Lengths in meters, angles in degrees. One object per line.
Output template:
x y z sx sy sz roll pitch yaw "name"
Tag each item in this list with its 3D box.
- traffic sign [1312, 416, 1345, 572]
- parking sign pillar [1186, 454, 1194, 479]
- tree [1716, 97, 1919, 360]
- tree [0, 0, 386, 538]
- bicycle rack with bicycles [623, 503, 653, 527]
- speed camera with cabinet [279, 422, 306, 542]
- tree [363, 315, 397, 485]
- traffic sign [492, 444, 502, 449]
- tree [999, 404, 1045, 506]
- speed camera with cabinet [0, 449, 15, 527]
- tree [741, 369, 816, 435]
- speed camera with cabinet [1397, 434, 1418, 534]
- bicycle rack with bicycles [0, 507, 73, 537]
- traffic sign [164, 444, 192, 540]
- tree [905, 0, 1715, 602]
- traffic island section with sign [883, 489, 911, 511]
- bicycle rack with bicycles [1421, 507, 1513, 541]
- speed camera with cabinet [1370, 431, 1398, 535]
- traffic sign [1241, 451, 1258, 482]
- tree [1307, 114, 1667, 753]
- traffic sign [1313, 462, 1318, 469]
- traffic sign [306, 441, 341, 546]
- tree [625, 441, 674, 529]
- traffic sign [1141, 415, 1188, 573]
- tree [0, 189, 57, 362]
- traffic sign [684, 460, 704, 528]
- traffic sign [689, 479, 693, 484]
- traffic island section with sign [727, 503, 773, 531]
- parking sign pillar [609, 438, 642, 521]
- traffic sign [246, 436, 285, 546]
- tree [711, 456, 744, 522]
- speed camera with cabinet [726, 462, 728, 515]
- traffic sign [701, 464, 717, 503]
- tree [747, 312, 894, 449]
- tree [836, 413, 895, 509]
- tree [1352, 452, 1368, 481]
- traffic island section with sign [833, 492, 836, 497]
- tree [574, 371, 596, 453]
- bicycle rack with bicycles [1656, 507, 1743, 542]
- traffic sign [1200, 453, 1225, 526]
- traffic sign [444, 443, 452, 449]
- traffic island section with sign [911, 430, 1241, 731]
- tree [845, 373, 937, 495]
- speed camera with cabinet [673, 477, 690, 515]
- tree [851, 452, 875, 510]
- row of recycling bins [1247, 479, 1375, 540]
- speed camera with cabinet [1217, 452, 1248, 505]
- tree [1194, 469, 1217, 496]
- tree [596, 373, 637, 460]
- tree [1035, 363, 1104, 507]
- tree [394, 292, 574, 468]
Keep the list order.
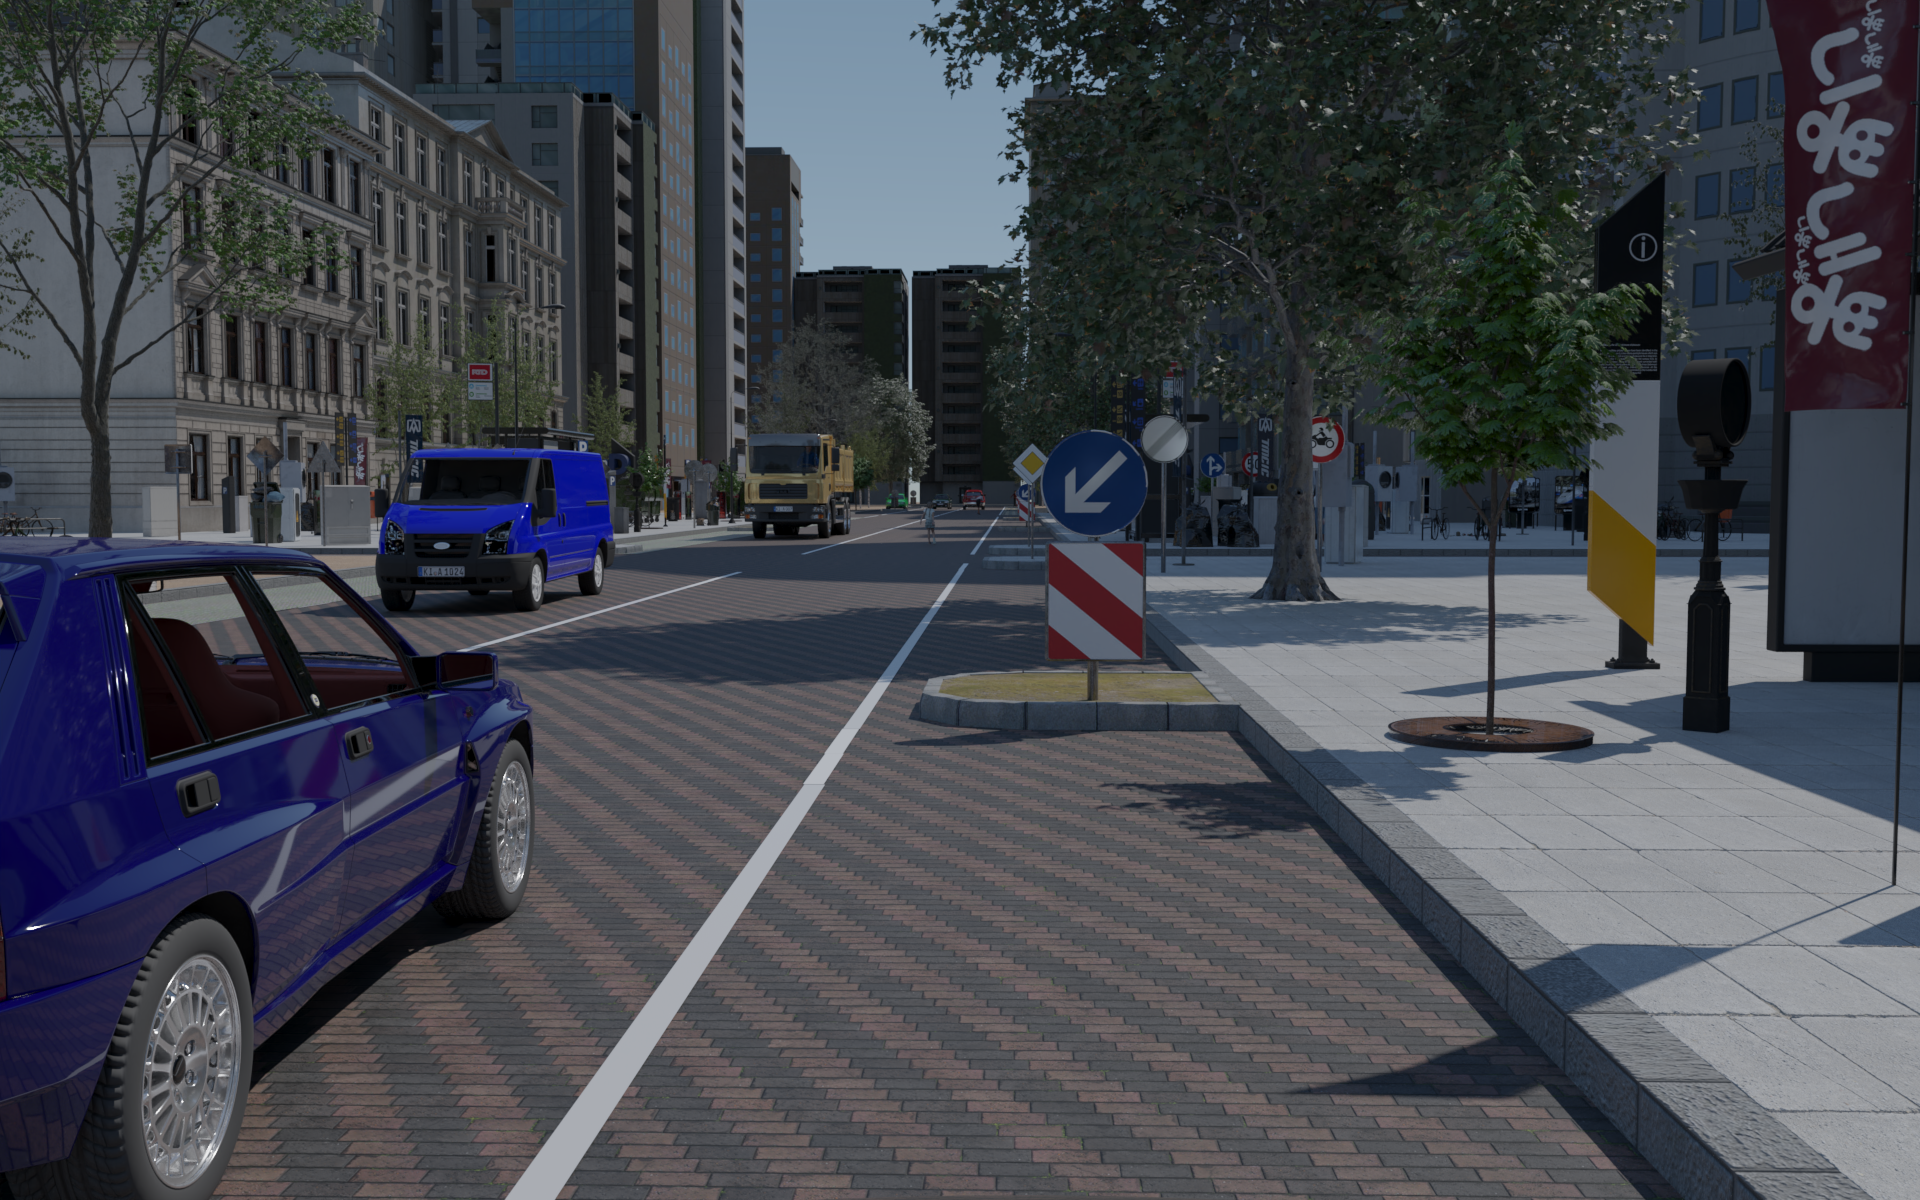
5.907 -1.730 28.397 0.768 2.556 0.104 1 4 9 "traffic sign"
15.395 -7.843 116.708 1.447 3.967 1.447 0 4 -6 "parking sign pillar"
15.144 -4.868 29.955 4.360 8.622 3.978 0 3 0 "tree"
-11.929 -5.999 23.837 9.928 11.665 9.643 0 3 0 "tree"
-13.444 -3.299 67.323 2.925 0.926 2.852 -1 4 -8 "bicycle rack with bicycles"
-18.276 -3.233 47.198 0.660 3.252 2.038 -1 4 -12 "speed camera with cabinet"
-21.905 -7.248 68.872 4.737 8.622 4.395 0 3 0 "tree"
-9.212 -1.889 34.520 0.795 2.450 0.064 0 4 2 "traffic sign"
8.882 -17.065 185.675 9.857 13.997 8.962 0 3 0 "tree"
-31.700 -3.764 55.883 2.038 3.252 0.660 -3 5 -42 "speed camera with cabinet"
-10.439 -9.270 101.920 4.360 8.622 3.978 0 3 0 "tree"
14.215 -3.758 55.786 0.660 3.252 2.038 0 4 2 "speed camera with cabinet"
-26.212 -2.090 47.556 2.852 0.926 2.925 2 4 27 "bicycle rack with bicycles"
-16.069 -2.048 35.614 0.606 2.300 0.079 1 4 9 "traffic sign"
4.156 -6.339 20.656 9.611 12.733 9.660 0 3 0 "tree"
-5.430 -8.398 145.927 1.989 1.847 2.006 0 4 2 "traffic island section with sign"
14.074 -2.130 48.212 2.852 0.926 2.925 2 4 24 "bicycle rack with bicycles"
12.521 -3.632 53.727 2.038 3.252 0.660 -2 4 -34 "speed camera with cabinet"
8.781 -3.158 51.736 0.768 2.556 0.104 0 4 7 "traffic sign"
2.807 -0.873 8.870 1.663 3.219 1.824 0 3 0 "tree"
6.030 -1.732 30.452 0.606 2.300 0.079 1 4 10 "traffic sign"
-15.559 -2.589 42.331 0.884 2.594 0.081 0 4 7 "traffic sign"
-11.556 -4.221 63.608 1.663 3.219 1.824 0 3 0 "tree"
3.318 -1.717 28.180 0.768 2.556 0.104 0 4 3 "traffic sign"
-18.807 -4.943 31.186 4.360 8.622 3.978 0 3 0 "tree"
-9.959 -3.961 64.873 0.768 2.556 0.104 0 4 4 "traffic sign"
-14.230 -5.683 93.029 0.768 2.556 0.104 0 4 8 "traffic sign"
-7.893 -3.579 67.145 1.989 1.847 2.006 0 4 2 "traffic island section with sign"
-16.231 -5.791 83.158 1.447 3.967 1.447 2 4 24 "parking sign pillar"
-13.778 -2.030 34.373 0.795 2.450 0.064 0 4 6 "traffic sign"
-10.643 -5.287 81.040 1.663 3.219 1.824 0 3 0 "tree"
-13.775 -6.953 108.015 2.038 3.252 0.660 1 4 18 "speed camera with cabinet"
-10.496 -4.412 72.245 0.768 2.556 0.104 0 4 5 "traffic sign"
-9.323 -12.631 116.885 12.009 13.543 11.850 0 3 0 "tree"
-8.827 -12.356 152.384 4.737 8.622 4.395 0 3 0 "tree"
21.804 -7.120 100.123 4.285 4.588 4.351 0 3 0 "tree"
-7.047 -5.227 94.087 1.989 1.847 2.006 0 4 2 "traffic island section with sign"
-19.433 -7.696 76.198 4.737 8.622 4.395 0 3 0 "tree"
19.915 -2.088 47.517 2.925 0.926 2.852 -2 4 -31 "bicycle rack with bicycles"
7.882 -3.302 54.101 0.768 2.556 0.104 0 4 6 "traffic sign"
-12.950 -2.680 43.826 0.884 2.594 0.081 1 4 8 "traffic sign"
0.747 -0.174 11.465 1.989 1.847 2.006 0 4 2 "traffic island section with sign"
-7.332 -16.778 180.979 9.857 13.997 8.962 0 3 0 "tree"
-17.197 -6.888 106.953 0.660 3.252 2.038 -1 4 -23 "speed camera with cabinet"
-8.148 -9.321 136.114 4.285 4.588 4.351 0 3 0 "tree"
9.857 -2.547 48.748 3.534 1.692 1.069 0 4 0 "row of recycling bins"
13.164 -5.348 81.776 2.038 3.252 0.660 0 4 4 "speed camera with cabinet"
15.660 -7.001 109.074 1.663 3.219 1.824 0 3 0 "tree"
-21.094 -9.365 103.485 4.737 8.622 4.395 0 3 0 "tree"
5.514 -8.494 89.238 4.737 8.622 4.395 0 3 0 "tree"
-17.457 -6.944 63.890 4.737 8.622 4.395 0 3 0 "tree"
